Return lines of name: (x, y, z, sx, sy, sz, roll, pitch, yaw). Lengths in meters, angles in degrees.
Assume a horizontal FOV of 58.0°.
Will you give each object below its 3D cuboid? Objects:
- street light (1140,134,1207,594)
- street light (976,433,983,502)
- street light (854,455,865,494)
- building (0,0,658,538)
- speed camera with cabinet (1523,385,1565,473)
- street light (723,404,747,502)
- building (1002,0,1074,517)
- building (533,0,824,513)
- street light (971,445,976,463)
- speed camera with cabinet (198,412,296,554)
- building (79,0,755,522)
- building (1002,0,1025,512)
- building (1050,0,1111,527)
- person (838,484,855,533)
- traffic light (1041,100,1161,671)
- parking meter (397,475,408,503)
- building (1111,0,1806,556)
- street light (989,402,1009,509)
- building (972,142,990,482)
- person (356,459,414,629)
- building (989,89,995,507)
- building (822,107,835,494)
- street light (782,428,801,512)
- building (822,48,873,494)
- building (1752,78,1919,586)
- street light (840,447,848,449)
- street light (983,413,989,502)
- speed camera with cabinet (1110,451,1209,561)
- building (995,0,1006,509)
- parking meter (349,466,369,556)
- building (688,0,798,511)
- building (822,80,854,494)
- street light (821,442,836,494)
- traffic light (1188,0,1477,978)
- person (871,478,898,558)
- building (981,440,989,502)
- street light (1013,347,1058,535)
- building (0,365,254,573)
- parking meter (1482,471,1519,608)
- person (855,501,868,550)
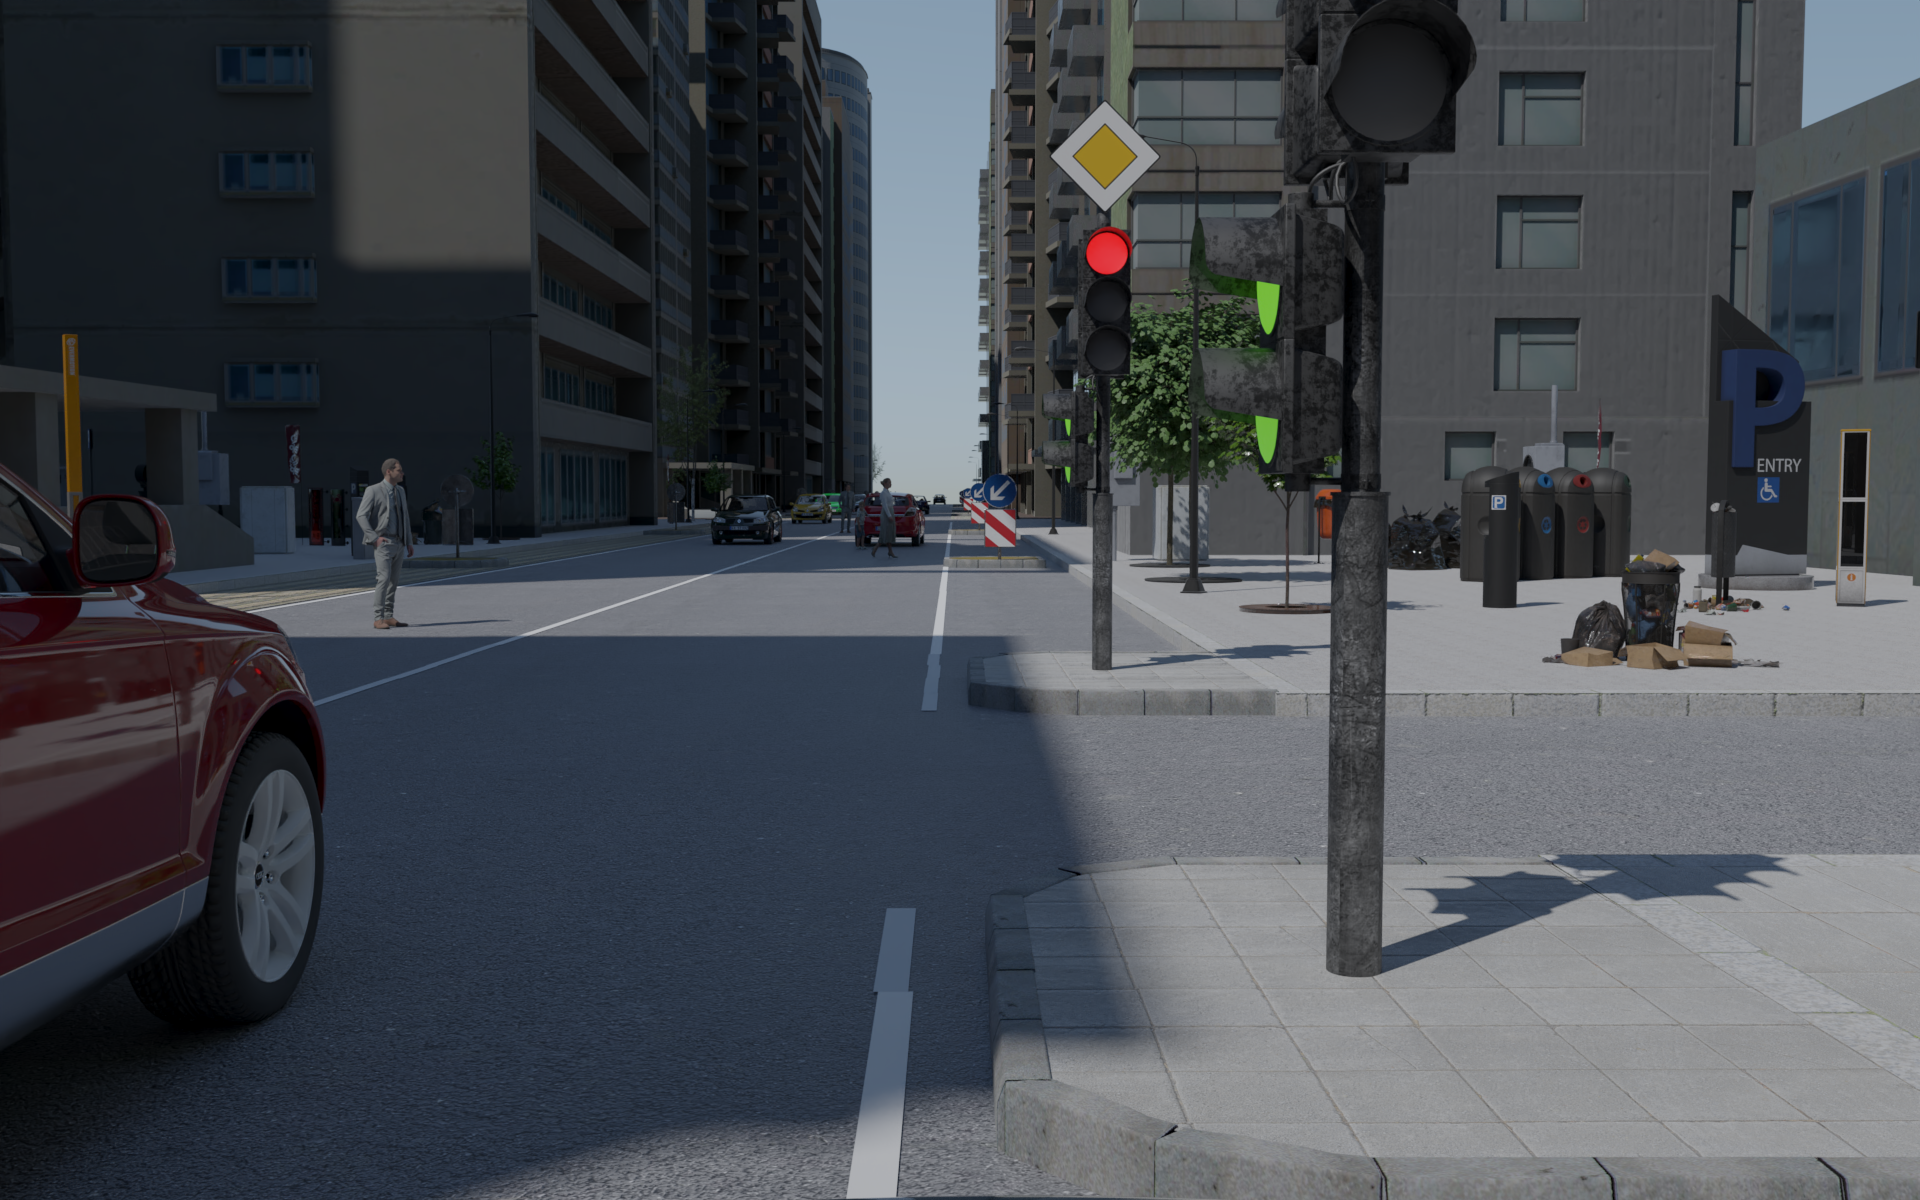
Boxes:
street light: (2.490, -3.043, 22.286, 1.470, 5.913, 1.316, 0, 4, 0)
street light: (2.179, -9.761, 132.137, 1.470, 5.913, 1.316, 0, 4, 0)
street light: (-11.979, -14.227, 205.144, 1.470, 5.913, 1.316, 0, 4, 0)
building: (-23.097, -26.657, 59.544, 21.300, 48.544, 21.600, 0, 4, 0)
speed camera with cabinet: (10.603, -2.317, 32.225, 0.660, 3.252, 2.038, 0, 4, -1)
street light: (-11.601, -7.119, 88.931, 1.470, 5.913, 1.316, 0, 4, 0)
building: (13.812, -27.530, 104.739, 22.147, 44.769, 28.867, 0, 4, 0)
building: (-23.405, -32.234, 150.725, 21.300, 48.544, 21.600, 0, 4, 0)
street light: (1.999, -11.725, 164.244, 1.470, 5.913, 1.316, 0, 4, 0)
speed camera with cabinet: (-15.382, -2.615, 37.092, 2.038, 3.252, 0.660, 0, 4, -4)
building: (-28.661, -24.924, 99.396, 32.217, 40.220, 23.993, 0, 4, 0)
building: (10.167, -29.171, 127.055, 14.600, 45.320, 14.200, 0, 4, 0)
building: (15.261, -27.660, 71.855, 23.786, 49.044, 30.456, 0, 4, 0)
person: (-4.189, -3.395, 64.114, 0.635, 1.810, 0.391, -1, 4, -16)
traffic light: (1.018, -1.444, 12.537, 0.839, 4.253, 0.868, 0, 4, 0)
parking meter: (-14.934, -2.475, 46.177, 0.399, 1.863, 0.255, -1, 4, -18)
building: (10.555, -21.913, 41.865, 14.154, 41.232, 14.086, 0, 4, 0)
street light: (2.359, -7.043, 87.688, 1.470, 5.913, 1.316, 0, 4, 0)
building: (13.607, -37.428, 231.552, 23.786, 49.044, 30.456, 0, 4, 0)
person: (-6.149, -0.612, 18.610, 0.391, 1.810, 0.635, 1, 4, 16)
building: (10.023, -30.260, 178.337, 14.154, 41.232, 14.086, 0, 4, 0)
building: (-20.365, -30.224, 177.759, 14.154, 41.232, 14.086, 0, 4, 0)
street light: (-11.766, -9.087, 121.112, 1.470, 5.913, 1.316, 0, 4, 0)
building: (-22.707, -41.971, 228.225, 21.231, 58.520, 28.212, 0, 4, 0)
building: (28.830, -43.249, 19.798, 31.000, 86.520, 22.319, 0, 4, 0)
street light: (-11.890, -12.228, 172.469, 1.470, 5.913, 1.316, 0, 4, 0)
street light: (2.213, -7.747, 99.201, 1.470, 5.913, 1.316, 0, 4, 0)
speed camera with cabinet: (3.741, -2.385, 33.329, 2.038, 3.252, 0.660, -1, 4, -9)
building: (13.510, -37.101, 148.598, 21.231, 58.520, 28.212, 0, 4, 0)
parking meter: (-12.396, -1.839, 35.784, 0.399, 1.863, 0.255, 3, 5, 44)
building: (-23.580, -28.809, 125.653, 22.147, 44.769, 28.867, 0, 4, 0)
building: (-19.447, -33.128, 191.754, 14.600, 45.320, 14.200, 0, 4, 0)
street light: (-11.705, -11.054, 153.274, 1.470, 5.913, 1.316, 0, 4, 0)
traffic light: (1.043, -0.956, 4.552, 0.839, 4.253, 0.868, 0, 4, 0)
person: (-1.707, -1.851, 38.991, 0.641, 1.798, 0.478, 1, 4, 22)
building: (13.837, -54.255, 199.738, 22.319, 86.520, 31.000, 0, 4, 0)
street light: (2.425, -5.031, 54.801, 1.470, 5.913, 1.316, 0, 4, 0)
building: (-28.908, -20.269, 23.272, 32.217, 40.220, 23.993, 0, 4, 0)
parking meter: (6.109, -0.682, 19.564, 0.372, 1.533, 0.369, 0, 3, 0)
person: (-2.544, -1.932, 44.765, 0.332, 1.250, 0.352, -2, 4, -24)
